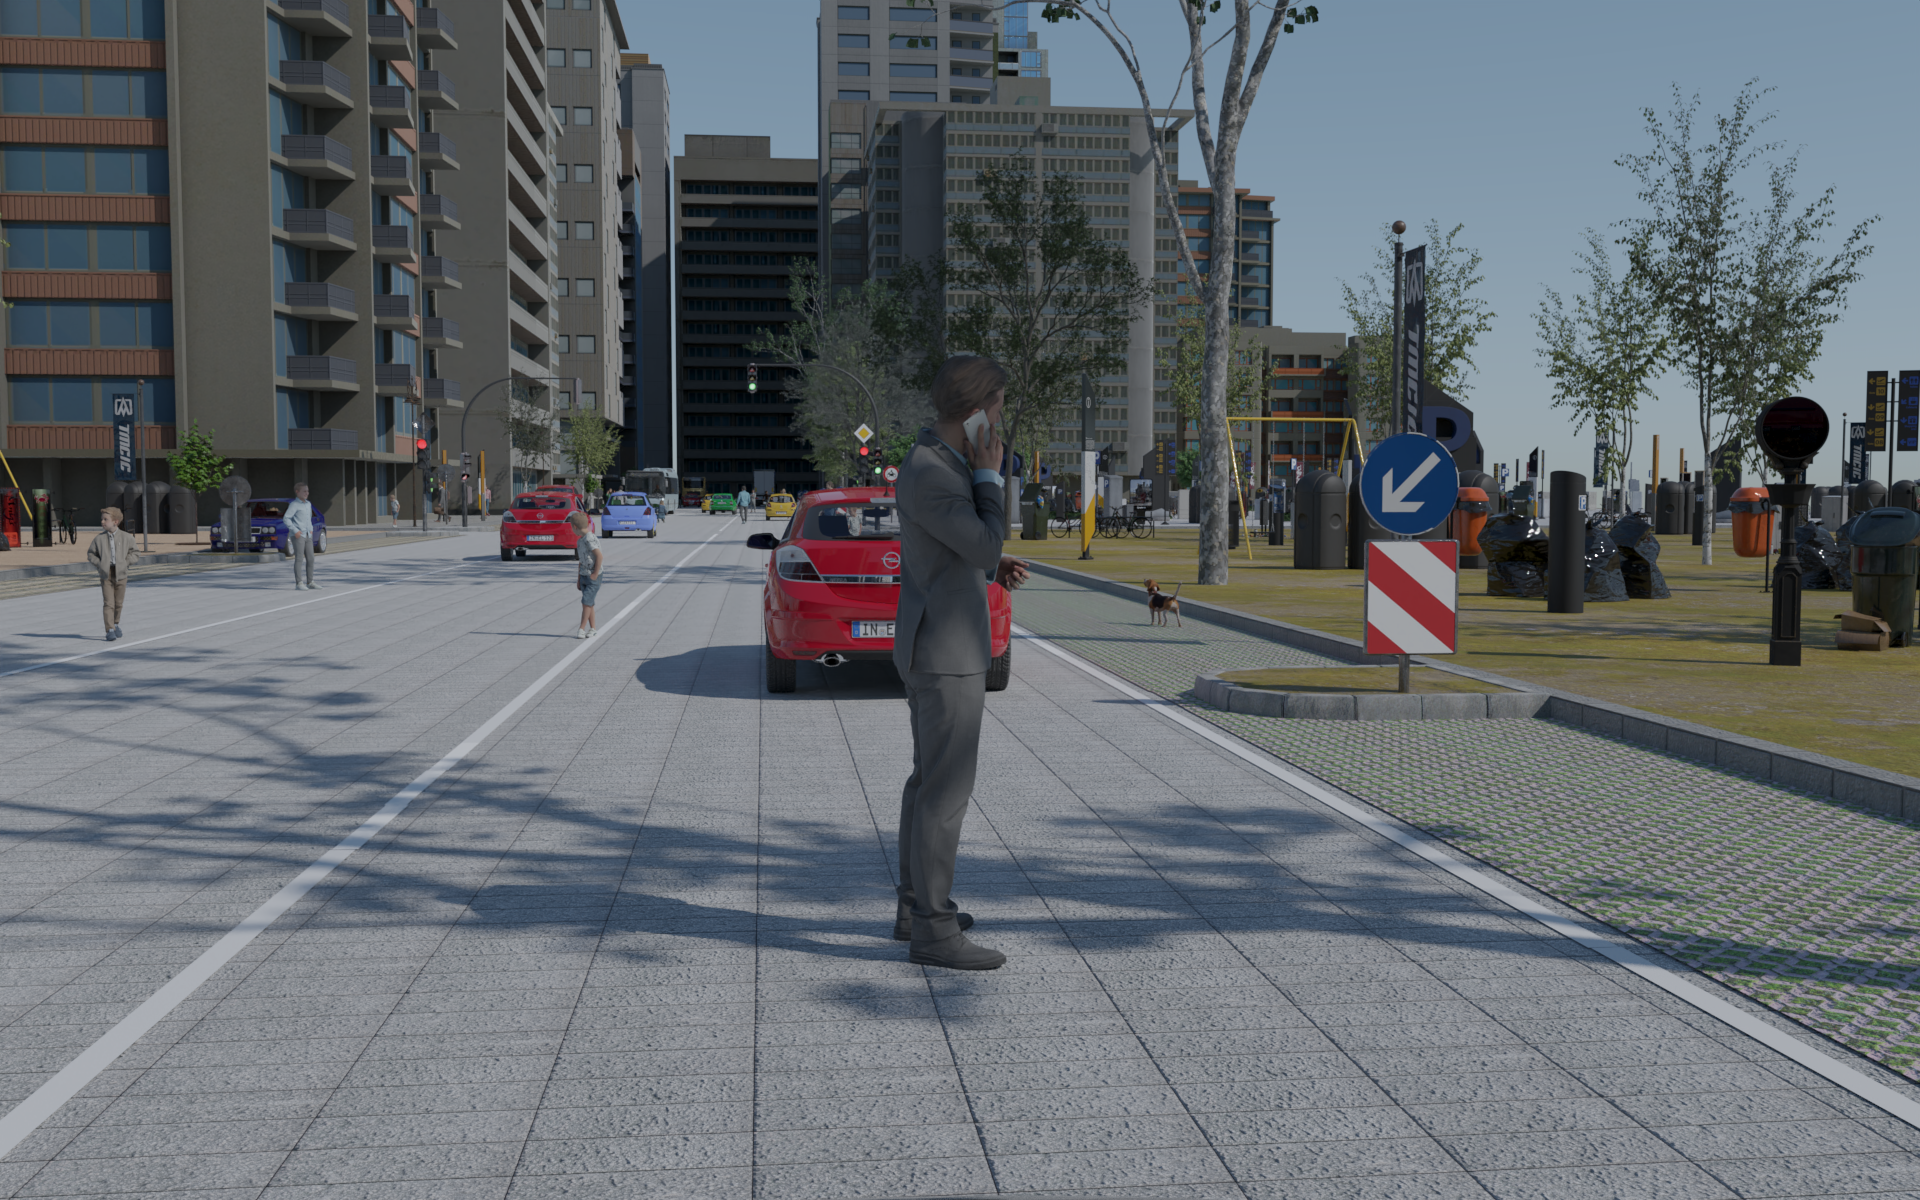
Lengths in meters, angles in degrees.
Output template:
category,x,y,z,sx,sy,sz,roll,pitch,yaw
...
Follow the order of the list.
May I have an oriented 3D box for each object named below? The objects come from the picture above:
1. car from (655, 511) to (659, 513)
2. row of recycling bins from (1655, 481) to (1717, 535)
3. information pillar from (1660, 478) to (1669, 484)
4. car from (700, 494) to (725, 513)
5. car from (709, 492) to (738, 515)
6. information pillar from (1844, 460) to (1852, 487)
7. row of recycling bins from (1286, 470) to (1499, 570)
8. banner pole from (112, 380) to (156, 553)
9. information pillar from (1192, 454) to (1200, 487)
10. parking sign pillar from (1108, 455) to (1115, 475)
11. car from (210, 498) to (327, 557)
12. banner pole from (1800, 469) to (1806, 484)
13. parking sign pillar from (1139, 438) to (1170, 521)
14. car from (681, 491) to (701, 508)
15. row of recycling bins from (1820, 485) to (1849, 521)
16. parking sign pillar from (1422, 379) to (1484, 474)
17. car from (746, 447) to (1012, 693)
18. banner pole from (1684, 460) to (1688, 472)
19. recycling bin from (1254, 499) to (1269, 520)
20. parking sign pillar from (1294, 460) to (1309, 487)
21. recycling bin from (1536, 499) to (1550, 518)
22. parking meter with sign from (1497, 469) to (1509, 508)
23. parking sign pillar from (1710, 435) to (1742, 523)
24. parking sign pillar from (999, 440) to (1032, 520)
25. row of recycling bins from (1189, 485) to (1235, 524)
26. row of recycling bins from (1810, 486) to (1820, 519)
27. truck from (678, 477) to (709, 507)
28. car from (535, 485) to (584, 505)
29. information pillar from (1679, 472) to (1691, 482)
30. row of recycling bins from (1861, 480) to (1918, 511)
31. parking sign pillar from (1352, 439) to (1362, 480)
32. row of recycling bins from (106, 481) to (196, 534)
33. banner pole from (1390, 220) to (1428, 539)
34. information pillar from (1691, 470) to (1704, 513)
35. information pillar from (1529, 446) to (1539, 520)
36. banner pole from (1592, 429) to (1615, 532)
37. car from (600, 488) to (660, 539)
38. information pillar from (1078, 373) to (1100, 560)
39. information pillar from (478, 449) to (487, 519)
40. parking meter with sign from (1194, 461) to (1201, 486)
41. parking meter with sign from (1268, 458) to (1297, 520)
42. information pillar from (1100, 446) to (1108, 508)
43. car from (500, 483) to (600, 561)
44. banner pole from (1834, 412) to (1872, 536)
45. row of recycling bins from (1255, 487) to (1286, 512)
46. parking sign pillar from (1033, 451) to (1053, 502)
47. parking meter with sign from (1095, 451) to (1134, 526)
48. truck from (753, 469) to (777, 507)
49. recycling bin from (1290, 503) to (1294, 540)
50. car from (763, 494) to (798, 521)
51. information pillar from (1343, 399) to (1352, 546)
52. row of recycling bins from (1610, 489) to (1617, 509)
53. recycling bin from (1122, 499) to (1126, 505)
category,x,y,z,sx,sy,sz,roll,pitch,yaw
car,-23.536,-7.219,129.827,2.131,1.459,4.920,0,4,-7
row of recycling bins,23.474,-2.981,55.853,1.069,1.692,3.534,3,5,44
information pillar,31.403,-4.452,77.277,0.304,2.012,0.304,2,4,35
car,-18.667,-7.400,131.207,2.015,1.641,3.980,0,4,-6
car,-16.482,-6.841,120.650,1.959,1.807,4.718,0,4,-5
information pillar,60.387,-7.736,117.837,0.504,3.616,0.183,2,4,34
row of recycling bins,7.510,-1.383,29.717,3.534,1.692,1.069,0,4,-7
banner pole,-18.132,-2.932,37.960,0.863,3.779,0.401,0,4,-2
information pillar,13.934,-6.787,102.315,0.183,3.616,0.504,-3,5,-45
parking sign pillar,10.366,-8.068,120.378,1.447,3.967,1.447,2,4,26
car,-16.064,-1.696,40.309,1.945,1.354,3.894,0,4,-4
banner pole,28.645,-4.251,59.517,0.863,3.779,0.401,1,4,21
parking sign pillar,9.338,-5.776,82.907,1.447,3.967,1.447,-1,4,-14
car,-28.852,-10.828,186.080,2.155,1.783,4.494,-1,4,-8
row of recycling bins,43.120,-4.647,83.084,3.534,1.692,1.069,-2,4,-24
parking sign pillar,10.790,-3.064,38.569,1.447,3.967,1.447,0,4,1
car,-0.662,-0.306,14.043,2.155,1.783,4.494,0,4,-5
banner pole,47.452,-7.556,113.565,0.401,3.779,0.863,0,4,-6
recycling bin,15.207,-4.544,86.854,0.722,1.027,0.722,2,4,26
parking sign pillar,26.493,-8.949,134.784,1.447,3.967,1.447,1,4,9
recycling bin,31.888,-5.019,94.608,0.722,1.027,0.722,-2,4,-25
parking meter with sign,37.145,-7.506,118.991,0.543,3.016,1.738,0,4,-1
parking sign pillar,33.867,-5.394,76.656,1.447,3.967,1.447,2,4,35
parking sign pillar,2.449,-5.879,84.598,1.447,3.967,1.447,2,4,26
row of recycling bins,10.900,-4.166,75.225,1.069,1.692,3.534,-1,4,-16
row of recycling bins,45.867,-5.177,91.749,1.069,1.692,3.534,3,5,40
truck,-30.533,-12.406,198.762,3.469,3.379,9.791,0,4,-8
car,-16.557,-3.810,70.970,2.281,1.827,5.304,-1,4,-8
information pillar,26.159,-3.544,62.429,0.304,2.012,0.304,2,4,33
row of recycling bins,27.486,-2.589,49.436,3.534,1.692,1.069,1,4,21
parking sign pillar,19.460,-5.909,85.076,1.447,3.967,1.447,1,4,18
row of recycling bins,-26.167,-2.990,55.997,3.534,1.692,1.069,1,4,22
banner pole,4.045,-1.572,15.721,0.401,3.779,0.863,0,4,-7
information pillar,23.066,-3.025,53.943,0.304,2.012,0.304,-3,5,-43
information pillar,28.071,-5.714,84.773,0.183,3.616,0.504,-3,4,-36
banner pole,21.855,-4.194,58.582,0.863,3.779,0.401,0,4,-5
car,-10.912,-2.912,57.200,1.945,1.707,3.694,-1,4,-8
information pillar,2.499,-2.598,33.824,0.183,3.616,0.504,2,4,28
information pillar,-24.939,-6.053,90.324,0.183,3.616,0.504,2,4,25
parking meter with sign,12.391,-5.720,89.784,0.543,3.016,1.738,2,4,27
parking meter with sign,15.642,-5.446,85.298,1.738,3.016,0.543,3,4,38
information pillar,6.946,-5.660,83.900,0.504,3.616,0.183,0,4,3
car,-9.148,-1.807,38.590,2.155,1.783,4.494,-1,4,-8
banner pole,27.330,-3.859,53.107,0.863,3.779,0.401,1,4,19
row of recycling bins,18.336,-5.688,100.112,1.069,1.692,3.534,-2,4,-29
parking sign pillar,5.111,-7.279,107.487,1.447,3.967,1.447,-2,4,-32
parking meter with sign,6.204,-4.505,69.922,1.738,3.016,0.543,-2,4,-31
truck,-22.669,-12.988,201.273,2.839,4.237,11.283,0,4,-6
recycling bin,9.781,-2.238,49.147,0.722,1.027,0.722,0,4,4
car,-9.697,-5.132,94.129,2.015,1.641,3.980,0,4,-5
information pillar,9.490,-3.127,42.479,0.183,3.616,0.504,0,4,-4
row of recycling bins,49.400,-7.533,130.271,1.069,1.692,3.534,2,4,25
recycling bin,8.307,-4.830,91.516,0.722,1.027,0.722,3,4,37
